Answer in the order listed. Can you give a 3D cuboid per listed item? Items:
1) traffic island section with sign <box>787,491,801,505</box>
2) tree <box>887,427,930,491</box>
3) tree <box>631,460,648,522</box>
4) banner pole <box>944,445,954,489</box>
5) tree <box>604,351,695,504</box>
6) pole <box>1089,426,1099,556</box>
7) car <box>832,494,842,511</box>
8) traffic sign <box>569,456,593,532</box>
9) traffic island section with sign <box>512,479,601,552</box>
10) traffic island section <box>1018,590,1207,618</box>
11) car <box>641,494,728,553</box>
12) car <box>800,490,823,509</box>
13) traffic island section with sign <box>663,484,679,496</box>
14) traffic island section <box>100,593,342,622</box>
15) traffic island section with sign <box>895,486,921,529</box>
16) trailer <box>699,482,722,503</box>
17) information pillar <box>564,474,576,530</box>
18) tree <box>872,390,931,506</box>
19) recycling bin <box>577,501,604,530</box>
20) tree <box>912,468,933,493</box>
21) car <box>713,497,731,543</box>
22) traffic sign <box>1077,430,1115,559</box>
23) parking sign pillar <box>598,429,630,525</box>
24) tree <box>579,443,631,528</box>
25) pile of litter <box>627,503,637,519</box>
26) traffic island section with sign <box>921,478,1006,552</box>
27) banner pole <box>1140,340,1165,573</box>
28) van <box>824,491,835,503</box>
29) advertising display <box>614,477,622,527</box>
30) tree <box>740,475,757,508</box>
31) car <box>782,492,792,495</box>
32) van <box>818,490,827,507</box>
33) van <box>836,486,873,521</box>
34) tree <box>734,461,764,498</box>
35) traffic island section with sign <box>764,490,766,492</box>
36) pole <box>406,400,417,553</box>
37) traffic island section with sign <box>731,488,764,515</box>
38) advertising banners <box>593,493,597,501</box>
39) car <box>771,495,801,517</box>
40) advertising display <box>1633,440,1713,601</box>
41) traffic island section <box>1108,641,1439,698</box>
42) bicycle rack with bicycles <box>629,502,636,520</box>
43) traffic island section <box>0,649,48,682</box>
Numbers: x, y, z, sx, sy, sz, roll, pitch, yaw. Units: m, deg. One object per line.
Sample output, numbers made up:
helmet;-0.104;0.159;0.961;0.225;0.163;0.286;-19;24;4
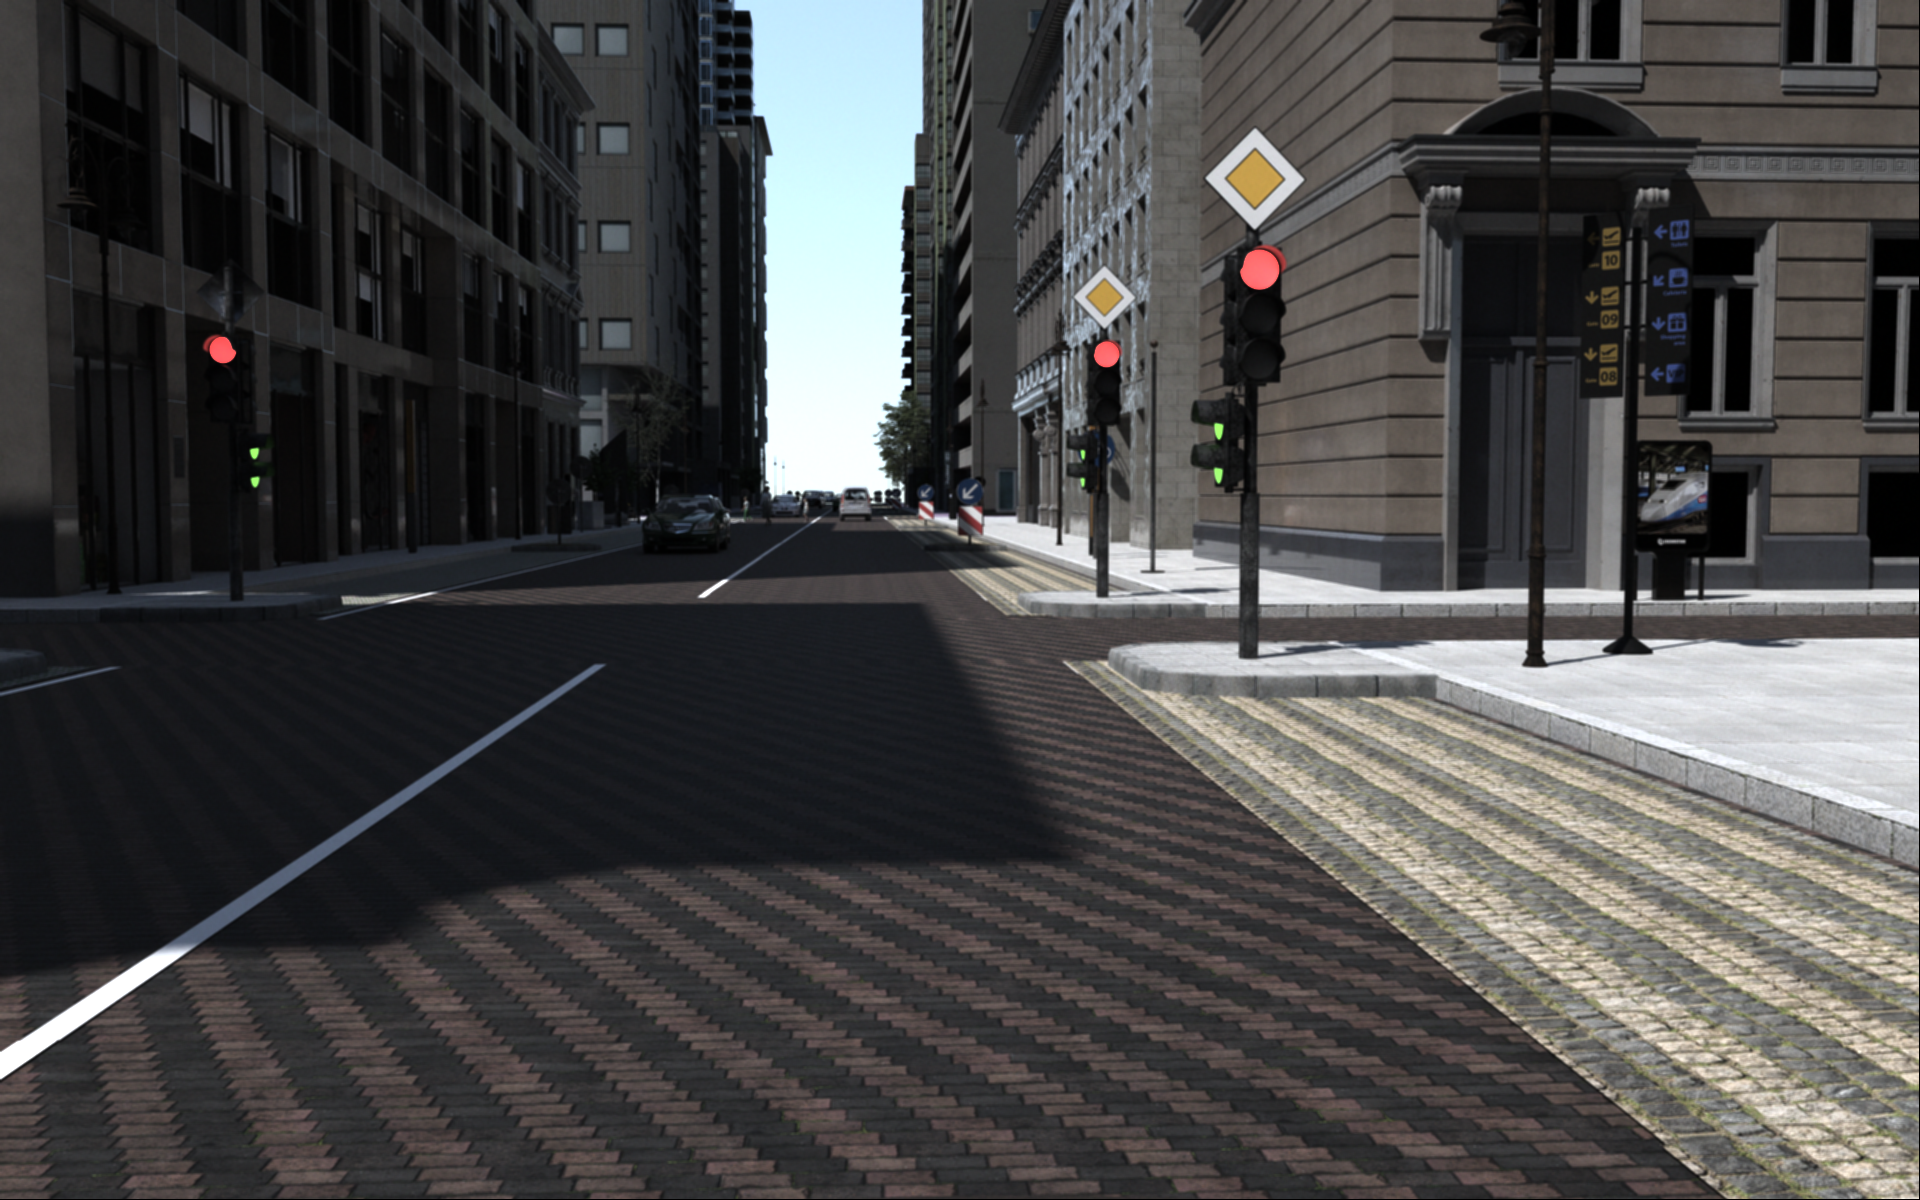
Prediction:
traffic island section with sign;-19.697;-11.775;201.149;1.989;1.847;2.006;0;4;-3
tree;-5.247;-14.164;181.937;4.360;8.622;3.978;0;3;0
tree;-15.391;-5.279;80.917;1.663;3.219;1.824;0;3;0
banner pole;-0.534;-6.012;88.305;0.401;3.779;0.863;3;5;39
tree;-15.600;-8.413;87.916;4.360;8.622;3.978;0;3;0
pole;2.802;-2.584;36.093;0.158;3.312;0.155;0;3;0
car;-9.701;-8.310;144.670;1.959;1.807;4.718;0;4;-2
traffic sign;-12.663;-3.534;57.890;0.768;2.556;0.104;0;4;-3
traffic island section with sign;-10.109;-2.139;43.604;1.989;1.847;2.006;0;4;-3
traffic island section;1.791;0.048;21.503;2.009;0.180;2.903;0;4;-3
car;-6.887;-1.951;43.690;2.131;1.459;4.920;0;4;-3
car;-14.548;-9.858;169.852;2.281;1.827;5.304;0;4;-4
traffic island section with sign;-11.764;-3.793;70.639;1.989;1.847;2.006;0;4;-3
traffic island section;-8.731;0.086;20.871;2.009;0.180;2.903;0;4;-3
traffic island section with sign;-1.529;-3.799;70.736;1.989;1.847;2.006;0;4;-3
trailer;-12.025;-4.664;83.304;1.471;1.999;3.904;0;4;-4
information pillar;-14.031;-3.532;62.247;0.304;2.012;0.304;1;4;16
tree;-5.756;-16.546;188.652;7.486;12.596;7.792;0;3;0
recycling bin;-13.280;-3.039;62.237;0.722;1.027;0.722;1;4;21
tree;-2.487;-8.133;127.569;1.663;3.219;1.824;0;3;0
car;-7.599;-2.284;49.706;2.083;1.381;4.827;0;4;-5
traffic sign;2.680;-2.090;34.274;0.768;2.556;0.104;0;4;-2
parking sign pillar;-14.380;-5.082;71.559;1.447;3.967;1.447;3;4;37
tree;-13.790;-4.329;65.389;1.663;3.219;1.824;0;3;0
pile of litter;-17.453;-4.637;89.774;1.719;0.858;1.176;-2;4;-25
traffic island section with sign;0.101;-2.153;43.830;1.989;1.847;2.006;0;4;-3
banner pole;3.165;-2.351;28.451;0.401;3.779;0.863;0;4;3
van;-17.472;-13.678;230.651;2.013;2.044;4.112;0;4;-4
advertising display;-13.265;-3.793;67.223;0.123;1.923;0.974;-1;4;-22
tree;-19.225;-10.116;159.999;1.663;3.219;1.824;0;3;0
car;-18.409;-10.674;184.303;2.009;1.686;4.222;0;4;-4
van;-15.792;-11.339;192.407;2.013;2.044;4.112;0;4;-4
van;-5.615;-5.237;92.641;2.013;2.044;4.112;0;4;-5
tree;-21.060;-11.525;172.153;4.285;4.588;4.351;0;3;0
traffic island section with sign;-16.361;-8.425;146.371;1.989;1.847;2.006;0;4;-3
pole;-11.905;-2.676;37.591;0.158;3.312;0.155;0;3;0
traffic island section with sign;-14.704;-6.752;119.029;1.989;1.847;2.006;0;4;-3
advertising banners;-19.442;-5.858;91.968;0.090;3.025;2.074;0;4;-4
car;-10.922;-5.839;107.823;2.083;1.381;4.827;0;4;-5
advertising display;8.543;-0.956;20.840;0.974;1.923;0.123;0;4;-7
traffic island section;2.275;0.535;13.533;2.009;0.180;2.903;0;4;-3
bicycle rack with bicycles;-16.862;-4.310;83.850;2.852;0.926;2.925;-1;4;-18
traffic island section;-8.247;0.574;12.900;2.009;0.180;2.903;0;4;-3
